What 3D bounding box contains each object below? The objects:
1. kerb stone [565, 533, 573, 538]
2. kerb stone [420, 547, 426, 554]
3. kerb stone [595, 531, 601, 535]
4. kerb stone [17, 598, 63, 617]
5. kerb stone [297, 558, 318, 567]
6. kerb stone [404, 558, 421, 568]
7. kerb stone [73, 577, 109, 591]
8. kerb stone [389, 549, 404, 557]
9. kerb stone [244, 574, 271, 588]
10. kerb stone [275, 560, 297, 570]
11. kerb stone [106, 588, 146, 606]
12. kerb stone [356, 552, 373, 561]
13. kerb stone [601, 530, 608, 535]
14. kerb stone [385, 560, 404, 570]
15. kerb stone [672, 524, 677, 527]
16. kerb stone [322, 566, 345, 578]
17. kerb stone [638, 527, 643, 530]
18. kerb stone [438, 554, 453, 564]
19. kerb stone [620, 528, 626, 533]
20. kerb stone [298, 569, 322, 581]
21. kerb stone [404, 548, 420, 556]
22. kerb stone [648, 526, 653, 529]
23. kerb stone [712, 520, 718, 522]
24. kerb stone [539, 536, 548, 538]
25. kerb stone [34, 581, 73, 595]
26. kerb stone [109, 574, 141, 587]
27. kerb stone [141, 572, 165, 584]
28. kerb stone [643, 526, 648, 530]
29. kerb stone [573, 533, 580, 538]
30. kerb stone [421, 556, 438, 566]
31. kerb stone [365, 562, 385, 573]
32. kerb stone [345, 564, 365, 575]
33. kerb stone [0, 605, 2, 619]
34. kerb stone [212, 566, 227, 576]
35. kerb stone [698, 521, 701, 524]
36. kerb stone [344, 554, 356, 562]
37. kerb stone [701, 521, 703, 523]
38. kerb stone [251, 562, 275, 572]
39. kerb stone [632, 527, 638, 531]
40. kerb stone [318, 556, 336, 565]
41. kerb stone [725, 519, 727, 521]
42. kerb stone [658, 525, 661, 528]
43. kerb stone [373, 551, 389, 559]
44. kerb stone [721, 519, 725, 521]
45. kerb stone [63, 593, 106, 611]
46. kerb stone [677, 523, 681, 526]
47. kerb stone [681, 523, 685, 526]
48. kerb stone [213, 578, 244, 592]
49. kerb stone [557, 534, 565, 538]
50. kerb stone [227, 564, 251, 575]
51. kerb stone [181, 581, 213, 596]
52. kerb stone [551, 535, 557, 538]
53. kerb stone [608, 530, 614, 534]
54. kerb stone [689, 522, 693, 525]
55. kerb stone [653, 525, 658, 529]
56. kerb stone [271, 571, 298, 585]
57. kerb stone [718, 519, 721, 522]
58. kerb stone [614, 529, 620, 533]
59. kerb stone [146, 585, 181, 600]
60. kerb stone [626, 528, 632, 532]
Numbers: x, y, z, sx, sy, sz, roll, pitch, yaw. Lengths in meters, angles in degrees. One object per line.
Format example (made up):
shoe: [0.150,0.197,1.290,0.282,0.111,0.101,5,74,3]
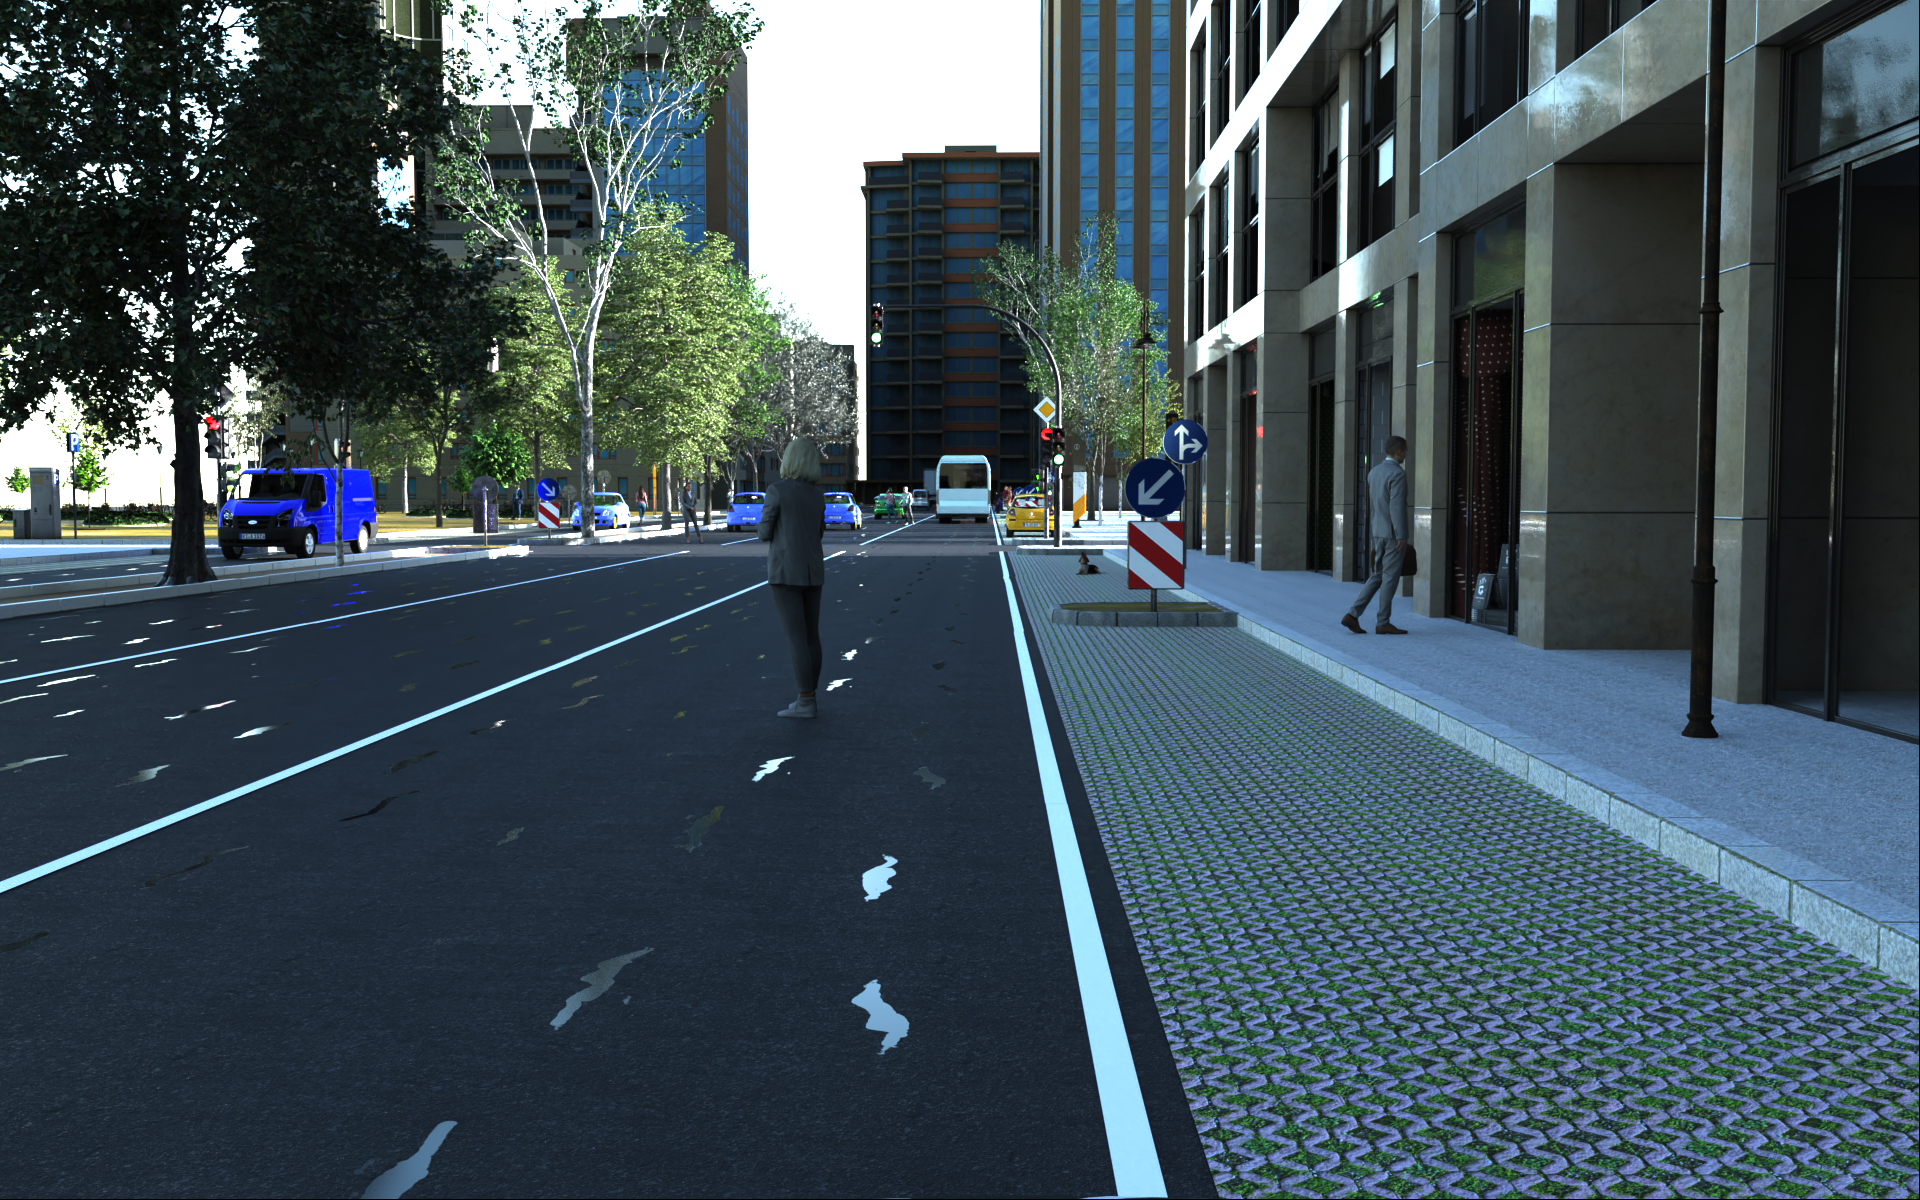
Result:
kerb stone: [-12.591,-2.010,55.136,0.120,0.150,1.000,0,4,1]
kerb stone: [-12.820,-1.166,41.262,0.120,0.150,1.000,0,4,1]
kerb stone: [-12.529,-2.265,59.234,0.120,0.150,1.000,0,4,1]
kerb stone: [-11.059,0.094,20.658,0.120,0.150,1.000,0,4,1]
kerb stone: [-12.939,-0.726,34.058,0.120,0.150,1.000,0,4,1]
kerb stone: [-10.838,-0.719,33.957,0.120,0.150,1.000,0,4,1]
kerb stone: [-13.072,-0.225,25.870,0.120,0.150,1.000,0,4,1]
kerb stone: [-12.864,-1.041,39.211,0.120,0.150,1.000,0,4,1]
kerb stone: [-10.962,-0.272,26.800,0.120,0.150,1.000,0,4,1]
kerb stone: [-12.951,-0.663,33.030,0.120,0.150,1.000,0,4,1]
kerb stone: [-11.018,-0.032,22.711,0.120,0.150,1.000,0,4,1]
kerb stone: [-12.887,-0.915,37.156,0.120,0.150,1.000,0,4,1]
kerb stone: [-12.505,-2.328,60.256,0.120,0.150,1.000,0,4,1]
kerb stone: [-10.855,-0.657,32.935,0.120,0.150,1.000,0,4,1]
kerb stone: [-12.295,-3.144,73.597,0.120,0.150,1.000,0,4,1]
kerb stone: [-10.903,-0.467,29.865,0.120,0.150,1.000,0,4,1]
kerb stone: [-12.412,-2.704,66.411,0.120,0.150,1.000,0,4,1]
kerb stone: [-10.807,-0.844,36.012,0.120,0.150,1.000,0,4,1]
kerb stone: [-12.458,-2.512,63.327,0.120,0.150,1.000,0,4,1]
kerb stone: [-10.922,-0.407,28.843,0.120,0.150,1.000,0,4,1]
kerb stone: [-12.833,-1.102,40.240,0.120,0.150,1.000,0,4,1]
kerb stone: [-12.377,-2.830,68.459,0.120,0.150,1.000,0,4,1]
kerb stone: [-12.100,-3.832,84.846,0.120,0.150,1.000,0,4,1]
kerb stone: [-12.636,-1.827,52.065,0.120,0.150,1.000,0,4,1]
kerb stone: [-13.087,-0.162,24.843,0.120,0.150,1.000,0,4,1]
kerb stone: [-13.056,-0.285,26.892,0.120,0.150,1.000,0,4,1]
kerb stone: [-13.035,-0.350,27.914,0.120,0.150,1.000,0,4,1]
kerb stone: [-12.390,-2.765,67.437,0.120,0.150,1.000,0,4,1]
kerb stone: [-12.582,-2.078,56.168,0.120,0.150,1.000,0,4,1]
kerb stone: [-10.823,-0.782,34.989,0.120,0.150,1.000,0,4,1]
kerb stone: [-10.880,-0.594,31.914,0.120,0.150,1.000,0,4,1]
kerb stone: [-10.892,-0.532,30.891,0.120,0.150,1.000,0,4,1]
kerb stone: [-11.067,0.157,19.636,0.120,0.150,1.000,0,4,1]
kerb stone: [-13.013,-0.475,29.958,0.120,0.150,1.000,0,4,1]
kerb stone: [-12.192,-3.519,79.733,0.120,0.150,1.000,0,4,1]
kerb stone: [-12.902,-0.852,36.121,0.120,0.150,1.000,0,4,1]
kerb stone: [-12.176,-3.578,80.756,0.120,0.150,1.000,0,4,1]
kerb stone: [-12.975,-0.596,32.004,0.120,0.150,1.000,0,4,1]
kerb stone: [-12.428,-2.639,65.381,0.120,0.150,1.000,0,4,1]
kerb stone: [-12.917,-0.788,35.088,0.120,0.150,1.000,0,4,1]
kerb stone: [-12.062,-4.020,87.925,0.120,0.150,1.000,0,4,1]
kerb stone: [-12.341,-2.955,70.507,0.120,0.150,1.000,0,4,1]
kerb stone: [-12.873,-0.978,38.189,0.120,0.150,1.000,0,4,1]
kerb stone: [-12.078,-3.957,86.898,0.120,0.150,1.000,0,4,1]
kerb stone: [-11.042,0.032,21.689,0.120,0.150,1.000,0,4,1]
kerb stone: [-12.270,-3.206,74.620,0.120,0.150,1.000,0,4,1]
kerb stone: [-12.257,-3.267,75.642,0.120,0.150,1.000,0,4,1]
kerb stone: [-10.972,-0.219,25.776,0.120,0.150,1.000,0,4,1]
kerb stone: [-12.610,-1.952,54.114,0.120,0.150,1.000,0,4,1]
kerb stone: [-12.995,-0.532,30.980,0.120,0.150,1.000,0,4,1]
kerb stone: [-10.995,-0.149,24.755,0.120,0.150,1.000,0,4,1]
kerb stone: [-12.627,-1.887,53.092,0.120,0.150,1.000,0,4,1]
kerb stone: [-12.491,-2.390,61.278,0.120,0.150,1.000,0,4,1]
kerb stone: [-12.225,-3.387,77.690,0.120,0.150,1.000,0,4,1]
kerb stone: [-12.356,-2.892,69.485,0.120,0.150,1.000,0,4,1]
kerb stone: [-10.939,-0.343,27.821,0.120,0.150,1.000,0,4,1]
kerb stone: [-12.091,-3.895,85.876,0.120,0.150,1.000,0,4,1]
kerb stone: [-12.481,-2.453,62.304,0.120,0.150,1.000,0,4,1]
kerb stone: [-11.007,-0.094,23.733,0.120,0.150,1.000,0,4,1]
kerb stone: [-12.443,-2.579,64.354,0.120,0.150,1.000,0,4,1]
